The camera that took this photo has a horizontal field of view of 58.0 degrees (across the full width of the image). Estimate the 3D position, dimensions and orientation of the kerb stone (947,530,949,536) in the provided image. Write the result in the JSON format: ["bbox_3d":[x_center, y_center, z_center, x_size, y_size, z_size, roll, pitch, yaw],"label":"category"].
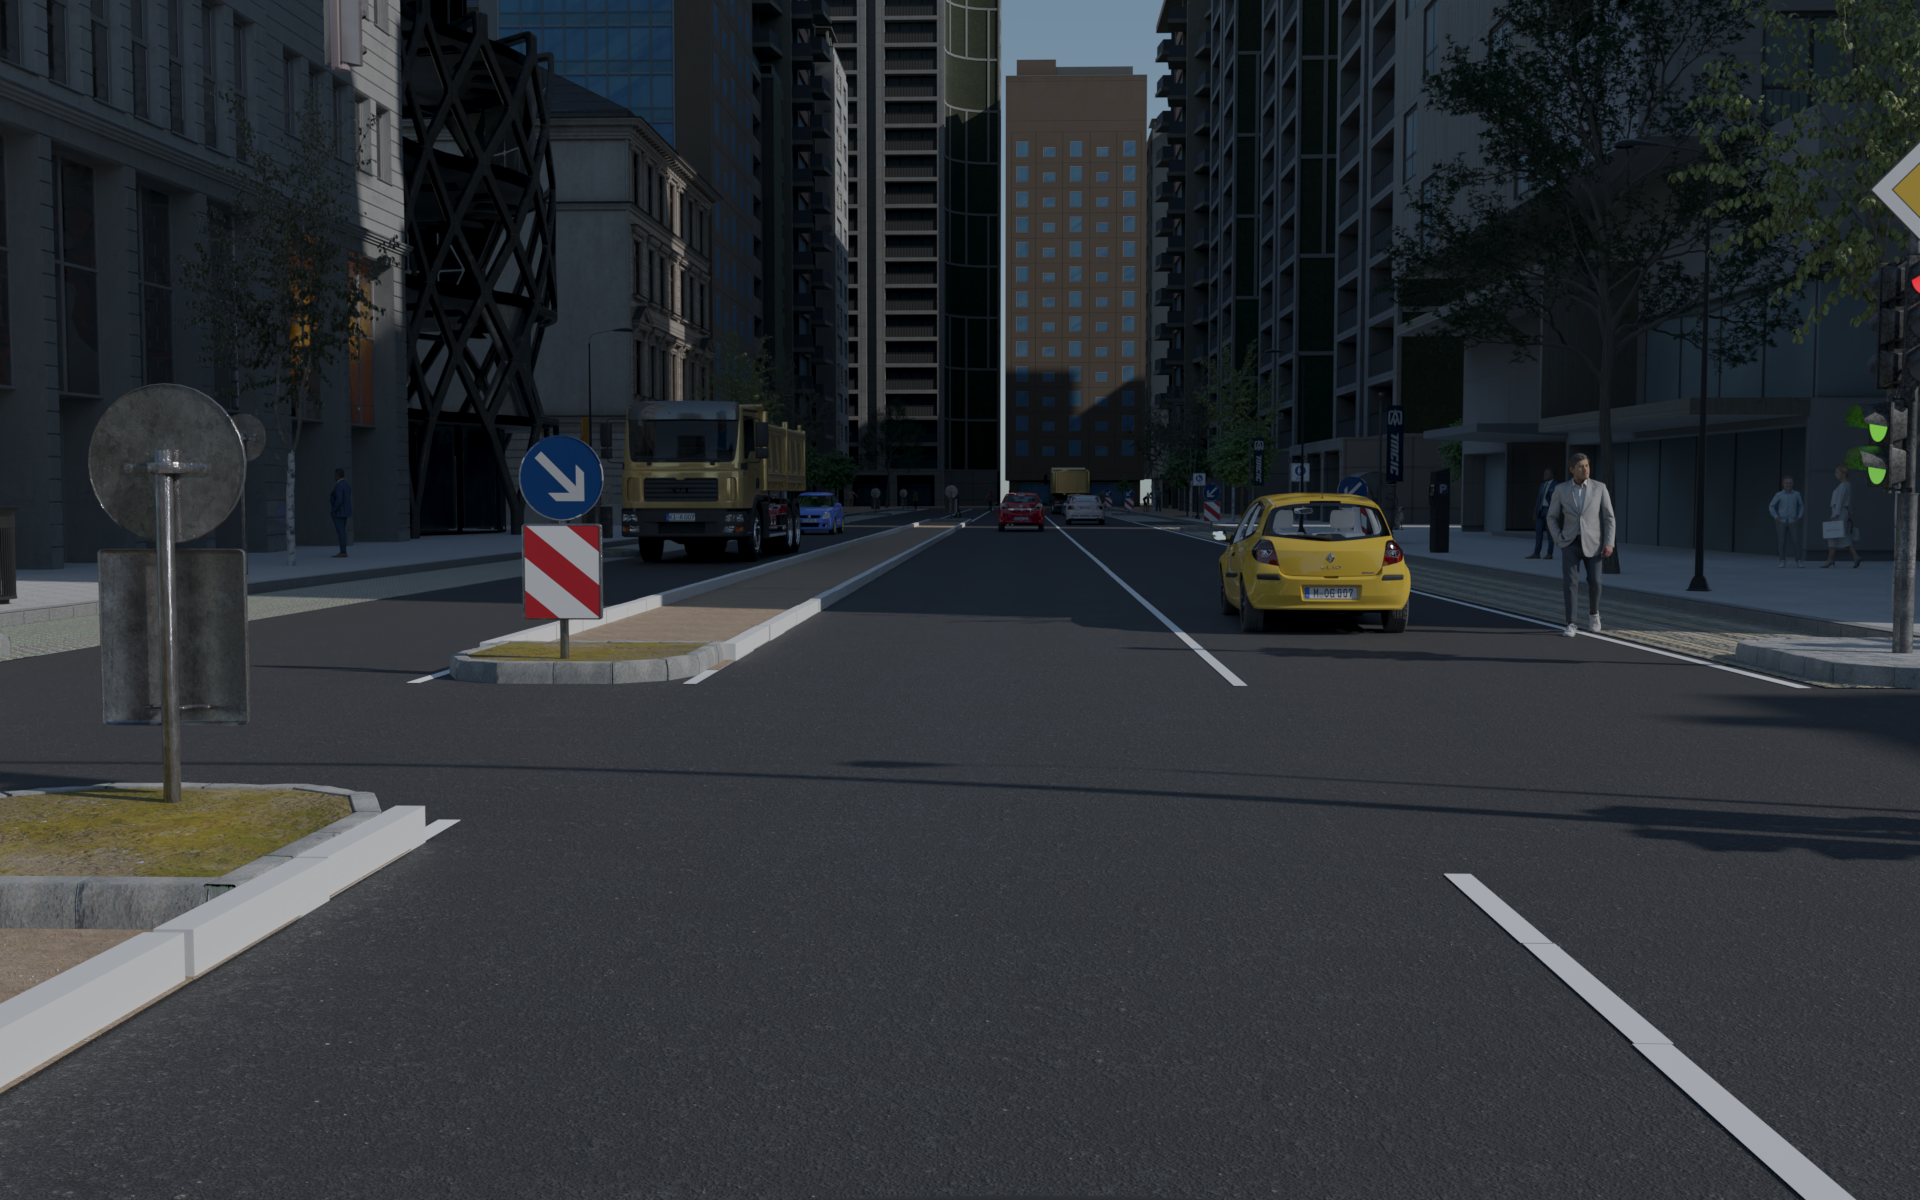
[{"bbox_3d":[-0.530,-2.154,57.415,0.120,0.150,1.000,0,4,2],"label":"kerb stone"}]

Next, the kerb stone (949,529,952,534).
[{"bbox_3d":[-0.454,-2.273,59.464,0.120,0.150,1.000,0,4,2],"label":"kerb stone"}]

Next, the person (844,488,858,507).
[{"bbox_3d":[-10.477,-9.833,166.809,1.348,1.824,0.705,1,4,11],"label":"person"}]

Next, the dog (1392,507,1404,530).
[{"bbox_3d":[15.519,-2.903,61.839,0.800,0.831,0.513,0,4,-4],"label":"dog"}]

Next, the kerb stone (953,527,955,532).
[{"bbox_3d":[-0.346,-2.468,62.547,0.120,0.150,1.000,0,4,2],"label":"kerb stone"}]

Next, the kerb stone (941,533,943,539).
[{"bbox_3d":[-0.672,-1.903,53.317,0.120,0.150,1.000,0,4,2],"label":"kerb stone"}]

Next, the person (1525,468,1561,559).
[{"bbox_3d":[11.564,-1.707,34.138,0.419,1.800,0.721,-2,4,-33],"label":"person"}]

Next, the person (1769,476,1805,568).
[{"bbox_3d":[14.395,-1.363,30.136,0.589,1.601,0.330,2,4,24],"label":"person"}]

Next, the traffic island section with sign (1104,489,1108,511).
[{"bbox_3d":[12.062,-8.196,142.626,1.989,1.847,2.006,0,4,2],"label":"traffic island section with sign"}]

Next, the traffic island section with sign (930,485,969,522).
[{"bbox_3d":[-0.484,-4.953,89.113,2.006,1.907,1.989,0,4,2],"label":"traffic island section with sign"}]

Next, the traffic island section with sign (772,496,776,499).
[{"bbox_3d":[-7.383,-3.549,66.660,1.989,1.847,2.006,0,4,2],"label":"traffic island section with sign"}]

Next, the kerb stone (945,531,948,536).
[{"bbox_3d":[-0.560,-2.092,56.393,0.120,0.150,1.000,0,4,2],"label":"kerb stone"}]

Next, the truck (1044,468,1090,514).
[{"bbox_3d":[7.901,-7.934,125.648,3.469,3.379,9.791,0,4,2],"label":"truck"}]

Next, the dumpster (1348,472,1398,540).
[{"bbox_3d":[10.701,-2.423,45.378,1.264,1.857,1.865,0,4,2],"label":"dumpster"}]

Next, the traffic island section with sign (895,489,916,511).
[{"bbox_3d":[-4.690,-8.346,145.089,1.989,1.847,2.006,0,4,2],"label":"traffic island section with sign"}]

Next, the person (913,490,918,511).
[{"bbox_3d":[-3.857,-8.575,148.799,0.705,1.812,1.348,0,4,0],"label":"person"}]

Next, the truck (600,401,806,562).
[{"bbox_3d":[-5.415,-2.630,38.917,3.469,3.379,9.791,0,4,3],"label":"truck"}]

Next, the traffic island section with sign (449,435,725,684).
[{"bbox_3d":[-3.051,-0.360,14.018,2.006,1.907,1.989,0,4,2],"label":"traffic island section with sign"}]

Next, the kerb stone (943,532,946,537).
[{"bbox_3d":[-0.601,-2.029,55.372,0.120,0.150,1.000,0,4,2],"label":"kerb stone"}]

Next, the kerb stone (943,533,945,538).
[{"bbox_3d":[-0.637,-1.962,54.342,0.120,0.150,1.000,0,4,2],"label":"kerb stone"}]

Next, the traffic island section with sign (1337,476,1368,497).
[{"bbox_3d":[8.490,-1.832,38.576,1.989,1.847,2.006,0,4,2],"label":"traffic island section with sign"}]

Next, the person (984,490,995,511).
[{"bbox_3d":[2.490,-8.359,145.887,1.217,1.743,0.721,-3,5,-44],"label":"person"}]

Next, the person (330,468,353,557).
[{"bbox_3d":[-12.545,-1.767,35.119,0.419,1.800,0.721,0,4,-7],"label":"person"}]

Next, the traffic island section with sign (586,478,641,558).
[{"bbox_3d":[-8.307,-1.890,39.525,1.989,1.847,2.006,0,4,2],"label":"traffic island section with sign"}]

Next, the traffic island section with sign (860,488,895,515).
[{"bbox_3d":[-5.652,-6.614,116.759,1.989,1.847,2.006,0,4,2],"label":"traffic island section with sign"}]

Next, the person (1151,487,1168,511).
[{"bbox_3d":[14.697,-7.466,128.187,1.350,1.814,0.705,1,4,17],"label":"person"}]

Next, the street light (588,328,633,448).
[{"bbox_3d":[-9.807,-4.644,48.463,1.470,5.913,1.316,0,4,2],"label":"street light"}]

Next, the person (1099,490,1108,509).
[{"bbox_3d":[12.844,-8.918,154.868,0.990,1.755,0.434,-1,4,-13],"label":"person"}]

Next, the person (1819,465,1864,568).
[{"bbox_3d":[15.226,-1.435,29.862,0.694,1.780,0.624,-3,5,-40],"label":"person"}]

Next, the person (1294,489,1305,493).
[{"bbox_3d":[15.810,-4.543,80.309,0.713,1.824,0.794,1,4,21],"label":"person"}]

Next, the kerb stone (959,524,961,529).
[{"bbox_3d":[-0.145,-2.841,68.697,0.120,0.150,1.000,0,4,2],"label":"kerb stone"}]

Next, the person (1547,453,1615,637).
[{"bbox_3d":[6.317,-0.568,17.636,0.661,1.843,0.795,2,4,23],"label":"person"}]

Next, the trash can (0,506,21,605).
[{"bbox_3d":[-11.320,-0.518,20.129,0.748,1.137,0.748,0,3,0],"label":"trash can"}]

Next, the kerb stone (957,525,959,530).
[{"bbox_3d":[-0.215,-2.719,66.648,0.120,0.150,1.000,0,4,2],"label":"kerb stone"}]

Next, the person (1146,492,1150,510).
[{"bbox_3d":[15.394,-8.087,141.490,0.991,1.433,0.599,-2,4,-28],"label":"person"}]

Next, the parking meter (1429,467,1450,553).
[{"bbox_3d":[10.474,-1.965,37.846,0.399,1.863,0.255,-1,4,-12],"label":"parking meter"}]

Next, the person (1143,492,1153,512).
[{"bbox_3d":[13.521,-7.055,124.580,0.628,1.438,0.799,3,5,44],"label":"person"}]

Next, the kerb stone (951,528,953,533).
[{"bbox_3d":[-0.422,-2.342,60.486,0.120,0.150,1.000,0,4,2],"label":"kerb stone"}]

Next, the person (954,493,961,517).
[{"bbox_3d":[-0.178,-5.924,106.272,0.530,1.710,0.541,0,4,3],"label":"person"}]

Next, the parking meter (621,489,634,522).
[{"bbox_3d":[-10.230,-2.745,53.290,0.372,1.533,0.369,0,3,0],"label":"parking meter"}]

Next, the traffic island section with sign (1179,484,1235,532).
[{"bbox_3d":[9.439,-3.524,66.238,1.989,1.847,2.006,0,4,2],"label":"traffic island section with sign"}]

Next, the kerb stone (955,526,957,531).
[{"bbox_3d":[-0.284,-2.594,64.600,0.120,0.150,1.000,0,4,2],"label":"kerb stone"}]

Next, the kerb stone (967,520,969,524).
[{"bbox_3d":[0.236,-3.533,79.960,0.120,0.150,1.000,0,4,2],"label":"kerb stone"}]

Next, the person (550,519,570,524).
[{"bbox_3d":[-11.578,-2.658,49.984,0.515,1.767,0.782,1,4,17],"label":"person"}]

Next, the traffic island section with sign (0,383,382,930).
[{"bbox_3d":[-3.314,0.093,6.616,2.006,1.907,1.989,0,4,2],"label":"traffic island section with sign"}]

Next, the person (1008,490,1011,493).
[{"bbox_3d":[4.572,-9.296,160.459,0.705,1.831,1.348,1,4,9],"label":"person"}]

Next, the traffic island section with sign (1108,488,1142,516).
[{"bbox_3d":[11.136,-6.548,115.687,1.989,1.847,2.006,0,4,2],"label":"traffic island section with sign"}]

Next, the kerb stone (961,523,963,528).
[{"bbox_3d":[-0.069,-2.968,70.741,0.120,0.150,1.000,0,4,2],"label":"kerb stone"}]

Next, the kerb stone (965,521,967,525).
[{"bbox_3d":[0.114,-3.282,75.862,0.120,0.150,1.000,0,4,2],"label":"kerb stone"}]
